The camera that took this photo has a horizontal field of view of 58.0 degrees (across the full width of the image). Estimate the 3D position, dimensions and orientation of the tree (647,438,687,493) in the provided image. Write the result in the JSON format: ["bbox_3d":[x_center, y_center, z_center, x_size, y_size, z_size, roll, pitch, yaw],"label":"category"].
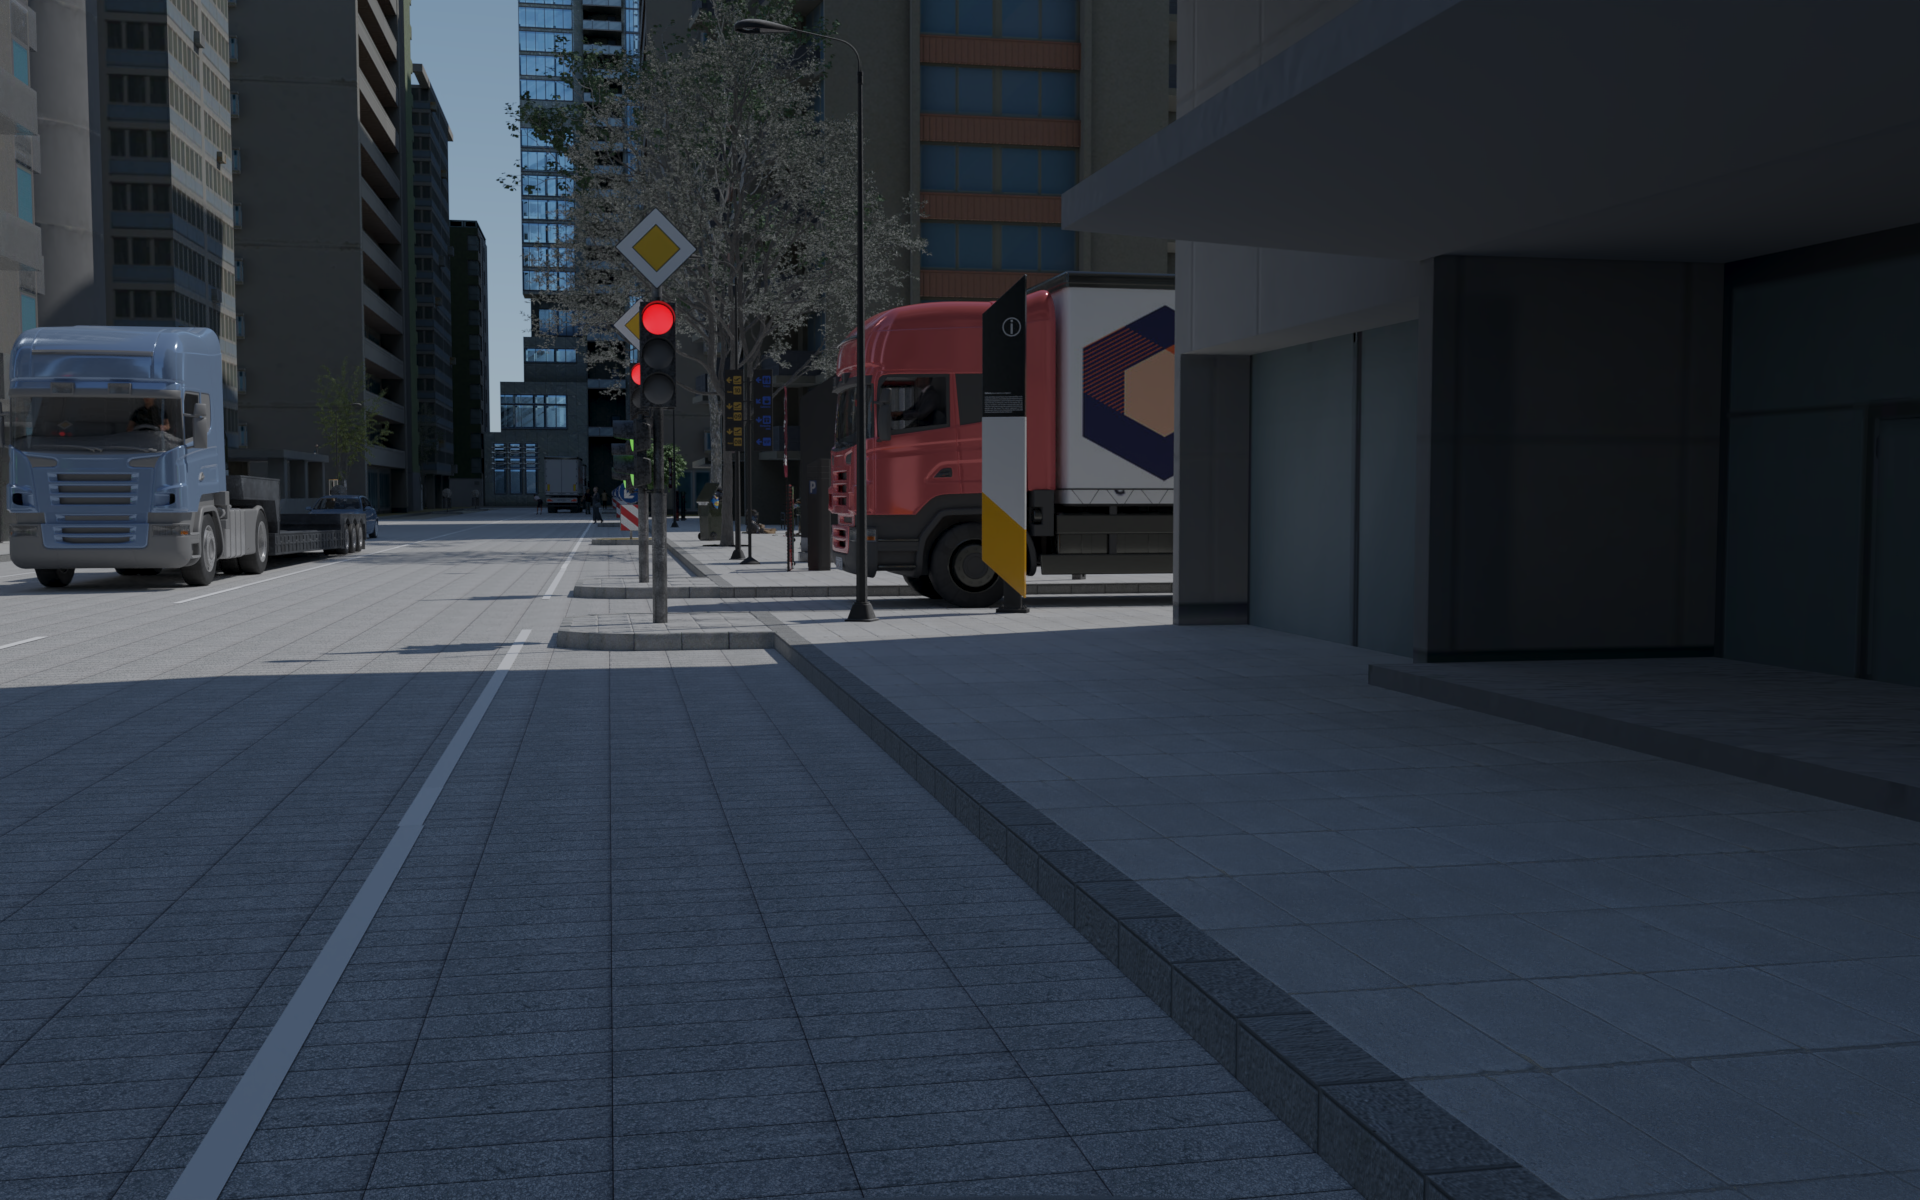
[{"bbox_3d":[-16.759,-6.865,95.954,4.285,4.588,4.351,0,3,0],"label":"tree"}]

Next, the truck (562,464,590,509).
[{"bbox_3d":[-36.727,-10.731,164.360,2.839,4.237,11.283,-1,4,-11],"label":"truck"}]

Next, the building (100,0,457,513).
[{"bbox_3d":[-57.452,-28.181,152.633,23.993,40.220,32.217,-1,4,-11],"label":"building"}]

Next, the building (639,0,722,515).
[{"bbox_3d":[-10.472,-30.145,116.568,21.300,48.544,21.600,-1,4,-11],"label":"building"}]

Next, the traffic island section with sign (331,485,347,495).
[{"bbox_3d":[-26.354,-3.969,73.521,1.989,1.847,2.006,-1,4,-11],"label":"traffic island section with sign"}]

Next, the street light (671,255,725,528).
[{"bbox_3d":[-4.876,-3.736,33.623,1.470,5.913,1.316,-1,4,-11],"label":"street light"}]

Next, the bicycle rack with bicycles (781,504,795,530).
[{"bbox_3d":[-5.475,-3.061,63.434,2.852,0.926,2.925,-1,4,-8],"label":"bicycle rack with bicycles"}]

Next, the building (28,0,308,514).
[{"bbox_3d":[-42.985,-23.004,67.993,32.217,40.220,23.993,-1,4,-11],"label":"building"}]

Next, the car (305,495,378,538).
[{"bbox_3d":[-19.642,-2.631,55.025,2.014,1.417,4.499,-1,4,-10],"label":"car"}]

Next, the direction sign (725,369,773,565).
[{"bbox_3d":[-3.838,-2.418,31.538,0.876,3.537,0.379,0,4,6],"label":"direction sign"}]

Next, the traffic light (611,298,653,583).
[{"bbox_3d":[-4.595,-2.205,24.966,0.839,4.253,0.868,-1,4,-11],"label":"traffic light"}]

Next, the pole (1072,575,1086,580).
[{"bbox_3d":[1.786,-1.961,25.907,0.158,3.312,0.155,0,3,0],"label":"pole"}]

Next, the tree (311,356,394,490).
[{"bbox_3d":[-33.094,-8.761,93.600,4.737,8.622,4.395,0,3,0],"label":"tree"}]

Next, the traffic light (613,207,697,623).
[{"bbox_3d":[-3.006,-1.726,17.140,0.839,4.253,0.868,-1,4,-11],"label":"traffic light"}]

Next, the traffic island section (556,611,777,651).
[{"bbox_3d":[-2.965,0.307,17.262,2.009,0.180,2.903,-1,4,-11],"label":"traffic island section"}]

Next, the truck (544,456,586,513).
[{"bbox_3d":[-30.621,-8.899,134.407,2.839,4.237,11.283,-1,4,-10],"label":"truck"}]

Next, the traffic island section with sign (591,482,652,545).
[{"bbox_3d":[-9.496,-2.492,49.374,1.989,1.847,2.006,-1,4,-11],"label":"traffic island section with sign"}]

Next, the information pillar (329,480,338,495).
[{"bbox_3d":[-31.639,-5.077,87.502,0.304,2.012,0.304,1,4,22],"label":"information pillar"}]

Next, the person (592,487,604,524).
[{"bbox_3d":[-17.537,-4.568,83.613,0.576,1.772,0.534,2,4,35],"label":"person"}]

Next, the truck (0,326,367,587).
[{"bbox_3d":[-14.213,-2.684,33.637,2.967,4.110,18.799,-1,4,-11],"label":"truck"}]

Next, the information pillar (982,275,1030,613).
[{"bbox_3d":[0.491,-1.669,18.648,0.504,3.616,0.183,1,4,13],"label":"information pillar"}]

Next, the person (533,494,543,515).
[{"bbox_3d":[-29.422,-6.665,120.661,0.799,1.438,0.628,0,4,3],"label":"person"}]

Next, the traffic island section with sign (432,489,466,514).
[{"bbox_3d":[-36.435,-7.006,123.175,1.989,1.847,2.006,-1,4,-11],"label":"traffic island section with sign"}]

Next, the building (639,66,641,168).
[{"bbox_3d":[-15.343,-36.628,140.868,21.231,58.520,28.212,-1,4,-11],"label":"building"}]

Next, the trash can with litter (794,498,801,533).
[{"bbox_3d":[-5.015,-2.778,56.805,0.624,1.170,1.055,2,4,23],"label":"trash can with litter"}]

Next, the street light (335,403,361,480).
[{"bbox_3d":[-31.339,-7.104,88.696,1.470,5.913,1.316,-1,4,-11],"label":"street light"}]

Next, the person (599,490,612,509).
[{"bbox_3d":[-31.996,-9.018,156.041,1.348,1.812,0.705,1,4,12],"label":"person"}]

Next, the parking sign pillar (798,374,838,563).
[{"bbox_3d":[-2.373,-2.721,32.956,1.447,3.967,1.447,0,4,0],"label":"parking sign pillar"}]

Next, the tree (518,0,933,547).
[{"bbox_3d":[-5.604,-8.056,42.091,12.009,13.543,11.850,0,3,0],"label":"tree"}]

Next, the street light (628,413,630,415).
[{"bbox_3d":[-18.198,-7.728,98.890,1.470,5.913,1.316,-1,4,-11],"label":"street light"}]

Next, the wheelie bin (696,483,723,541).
[{"bbox_3d":[-6.838,-2.439,47.779,0.693,1.594,0.980,-3,5,-42],"label":"wheelie bin"}]

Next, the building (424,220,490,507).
[{"bbox_3d":[-57.346,-25.166,183.158,14.107,30.474,14.160,-1,4,-11],"label":"building"}]

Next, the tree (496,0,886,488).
[{"bbox_3d":[-8.931,-12.327,57.434,12.611,20.169,13.585,0,3,0],"label":"tree"}]

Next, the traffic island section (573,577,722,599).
[{"bbox_3d":[-4.554,-0.172,25.088,2.009,0.180,2.903,-1,4,-11],"label":"traffic island section"}]

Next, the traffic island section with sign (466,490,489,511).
[{"bbox_3d":[-41.792,-8.622,149.595,1.989,1.847,2.006,-1,4,-11],"label":"traffic island section with sign"}]

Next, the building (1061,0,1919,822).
[{"bbox_3d":[15.379,-25.470,5.666,28.713,52.752,27.495,-1,4,-11],"label":"building"}]

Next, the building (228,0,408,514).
[{"bbox_3d":[-45.882,-29.374,103.969,21.300,48.544,21.600,-1,4,-11],"label":"building"}]

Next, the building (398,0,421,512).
[{"bbox_3d":[-46.624,-26.856,122.697,14.154,41.232,14.086,-1,4,-11],"label":"building"}]

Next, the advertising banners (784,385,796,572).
[{"bbox_3d":[-2.848,-1.997,28.837,0.090,3.025,2.074,0,4,-2],"label":"advertising banners"}]

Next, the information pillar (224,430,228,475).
[{"bbox_3d":[-25.370,-4.185,59.782,0.183,3.616,0.504,0,4,-6],"label":"information pillar"}]

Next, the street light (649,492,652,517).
[{"bbox_3d":[-11.489,-5.732,66.266,1.470,5.913,1.316,-1,4,-11],"label":"street light"}]

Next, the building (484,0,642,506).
[{"bbox_3d":[-36.208,-53.701,190.679,31.000,86.520,22.319,-1,4,-11],"label":"building"}]

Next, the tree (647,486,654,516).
[{"bbox_3d":[-18.182,-6.552,101.730,1.663,3.219,1.824,0,3,0],"label":"tree"}]

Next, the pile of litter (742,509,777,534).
[{"bbox_3d":[-6.528,-2.589,56.291,1.176,0.858,1.719,0,4,-3],"label":"pile of litter"}]

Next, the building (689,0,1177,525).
[{"bbox_3d":[-1.138,-26.054,80.606,22.147,44.769,28.867,-1,4,-11],"label":"building"}]

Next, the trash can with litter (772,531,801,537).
[{"bbox_3d":[-4.735,-2.535,52.510,2.233,1.210,1.678,3,5,41],"label":"trash can with litter"}]

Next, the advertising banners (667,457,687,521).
[{"bbox_3d":[-13.545,-5.298,82.808,0.090,3.025,2.074,1,4,15],"label":"advertising banners"}]

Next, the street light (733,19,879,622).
[{"bbox_3d":[-1.524,-2.733,17.226,1.470,5.913,1.316,-1,4,-11],"label":"street light"}]

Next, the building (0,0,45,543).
[{"bbox_3d":[-33.131,-25.335,33.844,23.786,49.044,30.456,-1,4,-11],"label":"building"}]

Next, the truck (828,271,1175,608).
[{"bbox_3d":[3.266,-2.112,23.443,11.283,4.237,2.839,-1,4,-13],"label":"truck"}]

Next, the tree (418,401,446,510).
[{"bbox_3d":[-42.524,-11.347,135.888,4.360,8.622,3.978,0,3,0],"label":"tree"}]

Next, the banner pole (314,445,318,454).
[{"bbox_3d":[-32.629,-5.981,87.814,0.401,3.779,0.863,-1,4,-8],"label":"banner pole"}]

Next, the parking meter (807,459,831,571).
[{"bbox_3d":[-2.365,-1.425,29.013,0.255,1.863,0.399,-3,4,-38],"label":"parking meter"}]

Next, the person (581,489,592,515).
[{"bbox_3d":[-26.088,-6.913,121.543,0.705,1.822,1.348,3,4,37],"label":"person"}]

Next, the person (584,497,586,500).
[{"bbox_3d":[-33.212,-8.910,154.180,0.705,1.824,1.348,-2,4,-29],"label":"person"}]
